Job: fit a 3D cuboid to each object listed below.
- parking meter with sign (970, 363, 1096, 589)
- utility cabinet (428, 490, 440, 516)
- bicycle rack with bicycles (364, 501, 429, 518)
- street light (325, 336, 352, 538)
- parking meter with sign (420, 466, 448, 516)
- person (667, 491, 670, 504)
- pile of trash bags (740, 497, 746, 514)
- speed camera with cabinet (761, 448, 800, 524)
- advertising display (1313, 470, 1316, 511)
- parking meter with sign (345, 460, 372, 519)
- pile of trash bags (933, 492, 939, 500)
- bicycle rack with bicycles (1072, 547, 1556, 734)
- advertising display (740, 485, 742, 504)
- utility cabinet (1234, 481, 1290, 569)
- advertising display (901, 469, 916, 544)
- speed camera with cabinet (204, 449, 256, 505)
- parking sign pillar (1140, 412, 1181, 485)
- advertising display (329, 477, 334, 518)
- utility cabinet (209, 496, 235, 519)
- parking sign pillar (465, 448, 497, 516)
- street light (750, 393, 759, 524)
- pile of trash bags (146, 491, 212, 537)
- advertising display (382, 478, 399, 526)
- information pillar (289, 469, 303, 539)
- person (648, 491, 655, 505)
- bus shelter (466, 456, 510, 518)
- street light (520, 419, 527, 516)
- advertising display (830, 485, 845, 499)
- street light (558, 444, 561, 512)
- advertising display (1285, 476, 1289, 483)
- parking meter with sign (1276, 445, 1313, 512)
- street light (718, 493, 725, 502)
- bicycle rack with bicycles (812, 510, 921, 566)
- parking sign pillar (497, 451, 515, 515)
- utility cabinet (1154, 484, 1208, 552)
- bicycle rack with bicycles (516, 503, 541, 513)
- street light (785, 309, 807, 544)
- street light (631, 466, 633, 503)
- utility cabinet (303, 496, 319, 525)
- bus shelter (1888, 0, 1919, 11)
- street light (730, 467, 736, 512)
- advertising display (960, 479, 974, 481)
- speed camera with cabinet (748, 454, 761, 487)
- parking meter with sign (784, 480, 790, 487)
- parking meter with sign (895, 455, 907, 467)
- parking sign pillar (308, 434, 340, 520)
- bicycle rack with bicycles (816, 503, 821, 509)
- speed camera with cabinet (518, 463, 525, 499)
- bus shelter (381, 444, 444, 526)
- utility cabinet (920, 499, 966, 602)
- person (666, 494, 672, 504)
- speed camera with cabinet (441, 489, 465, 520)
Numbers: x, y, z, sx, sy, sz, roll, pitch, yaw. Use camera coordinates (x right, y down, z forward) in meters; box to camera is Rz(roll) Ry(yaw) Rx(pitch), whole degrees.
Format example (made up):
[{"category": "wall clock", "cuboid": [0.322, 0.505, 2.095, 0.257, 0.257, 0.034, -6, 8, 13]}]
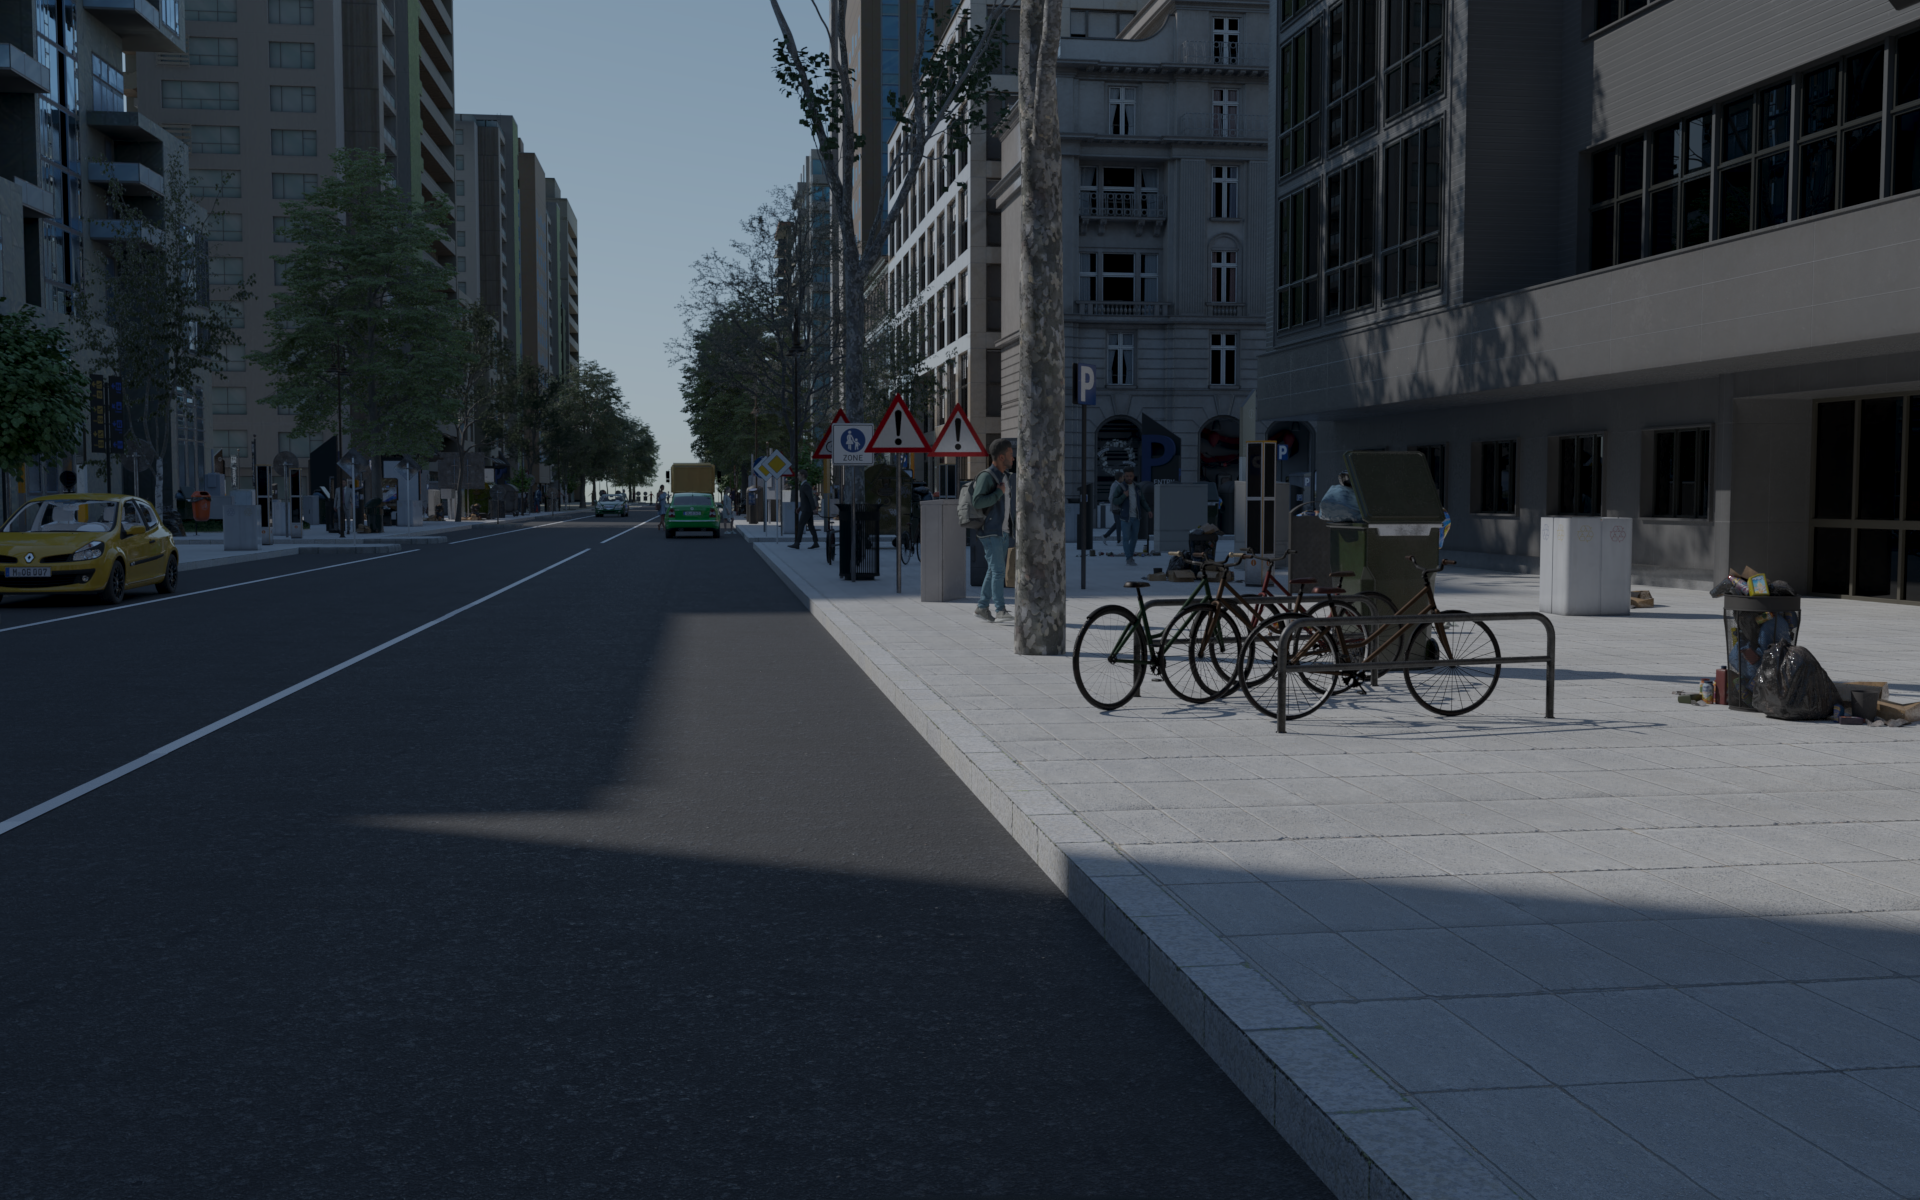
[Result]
[{"category": "parking meter with sign", "cuboid": [0.952, -1.676, 23.665, 1.738, 3.016, 0.543, 2, 4, 31]}, {"category": "utility cabinet", "cuboid": [-26.638, -4.840, 87.812, 0.318, 1.500, 1.173, 0, 4, -2]}, {"category": "bicycle rack with bicycles", "cuboid": [-30.226, -4.919, 93.809, 2.852, 0.926, 2.925, -3, 5, -42]}, {"category": "street light", "cuboid": [-18.182, -4.772, 50.809, 0.468, 5.910, 1.993, -1, 4, -8]}, {"category": "parking meter with sign", "cuboid": [-30.925, -6.452, 101.757, 1.738, 3.016, 0.543, -3, 4, -38]}, {"category": "person", "cuboid": [-37.955, -13.282, 225.642, 0.705, 1.826, 1.348, -1, 4, -11]}, {"category": "pile of trash bags", "cuboid": [-12.490, -6.162, 110.501, 3.447, 1.369, 1.912, 1, 4, 9]}, {"category": "speed camera with cabinet", "cuboid": [-7.514, -4.902, 74.477, 2.038, 3.252, 0.660, 3, 5, 42]}, {"category": "advertising display", "cuboid": [9.609, -2.446, 45.213, 0.123, 1.923, 0.974, -2, 4, -33]}, {"category": "parking meter with sign", "cuboid": [-30.657, -5.601, 87.834, 1.738, 3.016, 0.543, 0, 4, 6]}, {"category": "pile of trash bags", "cuboid": [0.089, -3.658, 69.559, 1.912, 1.369, 3.447, -3, 5, -40]}, {"category": "bicycle rack with bicycles", "cuboid": [2.050, 0.178, 10.474, 2.925, 0.926, 2.852, -1, 4, -19]}, {"category": "advertising display", "cuboid": [-15.499, -7.213, 123.152, 0.123, 1.923, 0.974, -1, 4, -15]}, {"category": "utility cabinet", "cuboid": [5.144, -1.269, 29.431, 1.173, 1.500, 0.318, -3, 5, -44]}, {"category": "advertising display", "cuboid": [-1.415, -2.389, 44.282, 0.123, 1.923, 0.974, 1, 4, 18]}, {"category": "speed camera with cabinet", "cuboid": [-32.025, -4.998, 76.057, 2.038, 3.252, 0.660, 0, 4, -2]}, {"category": "parking sign pillar", "cuboid": [6.571, -4.177, 56.771, 1.447, 3.967, 1.447, 1, 4, 18]}, {"category": "advertising display", "cuboid": [-23.360, -3.621, 64.422, 0.123, 1.923, 0.974, -1, 4, -22]}, {"category": "utility cabinet", "cuboid": [-29.498, -3.545, 69.128, 1.020, 1.237, 0.306, 0, 4, 3]}, {"category": "parking sign pillar", "cuboid": [-28.582, -6.969, 102.411, 1.447, 3.967, 1.447, -3, 5, -44]}, {"category": "street light", "cuboid": [-8.859, -6.271, 75.323, 0.468, 5.910, 1.993, -1, 4, -8]}, {"category": "pile of trash bags", "cuboid": [-24.193, -2.608, 52.392, 1.912, 1.369, 3.447, 2, 4, 29]}, {"category": "advertising display", "cuboid": [-22.797, -3.890, 68.817, 0.974, 1.923, 0.123, 0, 4, 5]}, {"category": "information pillar", "cuboid": [-19.112, -2.775, 49.869, 0.304, 2.012, 0.304, -1, 4, -14]}, {"category": "person", "cuboid": [-40.901, -13.502, 229.196, 1.348, 1.831, 0.705, 2, 4, 32]}, {"category": "bus shelter", "cuboid": [-25.613, -6.096, 93.591, 2.014, 3.302, 5.546, -1, 4, -8]}, {"category": "street light", "cuboid": [-25.768, -7.898, 101.921, 0.468, 5.910, 1.993, -1, 4, -8]}, {"category": "advertising display", "cuboid": [-8.551, -7.019, 119.973, 0.974, 1.923, 0.123, 1, 4, 15]}, {"category": "street light", "cuboid": [-29.465, -9.444, 127.196, 0.468, 5.910, 1.993, -1, 4, -8]}, {"category": "advertising display", "cuboid": [11.989, -3.495, 62.357, 0.123, 1.923, 0.974, -1, 4, -17]}, {"category": "parking meter with sign", "cuboid": [11.863, -3.930, 60.514, 0.543, 3.016, 1.738, -3, 4, -38]}, {"category": "street light", "cuboid": [-31.991, -15.903, 232.799, 0.468, 5.910, 1.993, -1, 4, -8]}, {"category": "bicycle rack with bicycles", "cuboid": [-1.521, -1.129, 31.849, 2.852, 0.926, 2.925, 0, 4, 7]}, {"category": "parking sign pillar", "cuboid": [-28.212, -7.237, 106.796, 1.447, 3.967, 1.447, -3, 5, -40]}, {"category": "utility cabinet", "cuboid": [4.880, -1.813, 38.323, 1.173, 1.500, 0.318, -1, 4, -20]}, {"category": "bicycle rack with bicycles", "cuboid": [-30.149, -6.469, 119.148, 2.925, 0.926, 2.852, -1, 4, -23]}, {"category": "street light", "cuboid": [-4.119, -4.329, 43.569, 0.468, 5.910, 1.993, -1, 4, -8]}, {"category": "street light", "cuboid": [-49.167, -17.565, 259.968, 0.468, 5.910, 1.993, -1, 4, -8]}, {"category": "utility cabinet", "cuboid": [-26.898, -3.707, 71.775, 0.306, 1.237, 1.020, -3, 5, -41]}, {"category": "bus shelter", "cuboid": [4.171, -0.540, 2.750, 2.014, 3.302, 5.546, -1, 4, -8]}, {"category": "street light", "cuboid": [-19.880, -10.836, 149.961, 0.468, 5.910, 1.993, -1, 4, -8]}, {"category": "advertising display", "cuboid": [0.263, -4.172, 73.420, 0.974, 1.923, 0.123, 1, 4, 15]}, {"category": "speed camera with cabinet", "cuboid": [-9.836, -5.587, 85.680, 0.660, 3.252, 2.038, -2, 4, -28]}, {"category": "parking meter with sign", "cuboid": [-8.978, -5.671, 88.983, 0.543, 3.016, 1.738, 1, 4, 13]}, {"category": "parking meter with sign", "cuboid": [-2.610, -4.994, 77.914, 0.543, 3.016, 1.738, 0, 4, 1]}, {"category": "parking sign pillar", "cuboid": [-28.520, -5.470, 77.901, 1.447, 3.967, 1.447, 1, 4, 9]}, {"category": "bicycle rack with bicycles", "cuboid": [-10.598, -6.611, 121.467, 2.925, 0.926, 2.852, 3, 4, 37]}, {"category": "speed camera with cabinet", "cuboid": [-28.464, -7.008, 108.913, 2.038, 3.252, 0.660, 0, 4, 4]}, {"category": "bus shelter", "cuboid": [-23.030, -4.810, 72.569, 2.014, 3.302, 5.546, -1, 4, -8]}, {"category": "utility cabinet", "cuboid": [-0.202, -0.601, 20.987, 0.306, 1.237, 1.020, 1, 4, 16]}, {"category": "person", "cuboid": [-40.651, -14.103, 242.274, 0.799, 1.438, 0.628, -2, 4, -33]}, {"category": "speed camera with cabinet", "cuboid": [-25.607, -5.690, 87.369, 0.660, 3.252, 2.038, 0, 4, 2]}]
